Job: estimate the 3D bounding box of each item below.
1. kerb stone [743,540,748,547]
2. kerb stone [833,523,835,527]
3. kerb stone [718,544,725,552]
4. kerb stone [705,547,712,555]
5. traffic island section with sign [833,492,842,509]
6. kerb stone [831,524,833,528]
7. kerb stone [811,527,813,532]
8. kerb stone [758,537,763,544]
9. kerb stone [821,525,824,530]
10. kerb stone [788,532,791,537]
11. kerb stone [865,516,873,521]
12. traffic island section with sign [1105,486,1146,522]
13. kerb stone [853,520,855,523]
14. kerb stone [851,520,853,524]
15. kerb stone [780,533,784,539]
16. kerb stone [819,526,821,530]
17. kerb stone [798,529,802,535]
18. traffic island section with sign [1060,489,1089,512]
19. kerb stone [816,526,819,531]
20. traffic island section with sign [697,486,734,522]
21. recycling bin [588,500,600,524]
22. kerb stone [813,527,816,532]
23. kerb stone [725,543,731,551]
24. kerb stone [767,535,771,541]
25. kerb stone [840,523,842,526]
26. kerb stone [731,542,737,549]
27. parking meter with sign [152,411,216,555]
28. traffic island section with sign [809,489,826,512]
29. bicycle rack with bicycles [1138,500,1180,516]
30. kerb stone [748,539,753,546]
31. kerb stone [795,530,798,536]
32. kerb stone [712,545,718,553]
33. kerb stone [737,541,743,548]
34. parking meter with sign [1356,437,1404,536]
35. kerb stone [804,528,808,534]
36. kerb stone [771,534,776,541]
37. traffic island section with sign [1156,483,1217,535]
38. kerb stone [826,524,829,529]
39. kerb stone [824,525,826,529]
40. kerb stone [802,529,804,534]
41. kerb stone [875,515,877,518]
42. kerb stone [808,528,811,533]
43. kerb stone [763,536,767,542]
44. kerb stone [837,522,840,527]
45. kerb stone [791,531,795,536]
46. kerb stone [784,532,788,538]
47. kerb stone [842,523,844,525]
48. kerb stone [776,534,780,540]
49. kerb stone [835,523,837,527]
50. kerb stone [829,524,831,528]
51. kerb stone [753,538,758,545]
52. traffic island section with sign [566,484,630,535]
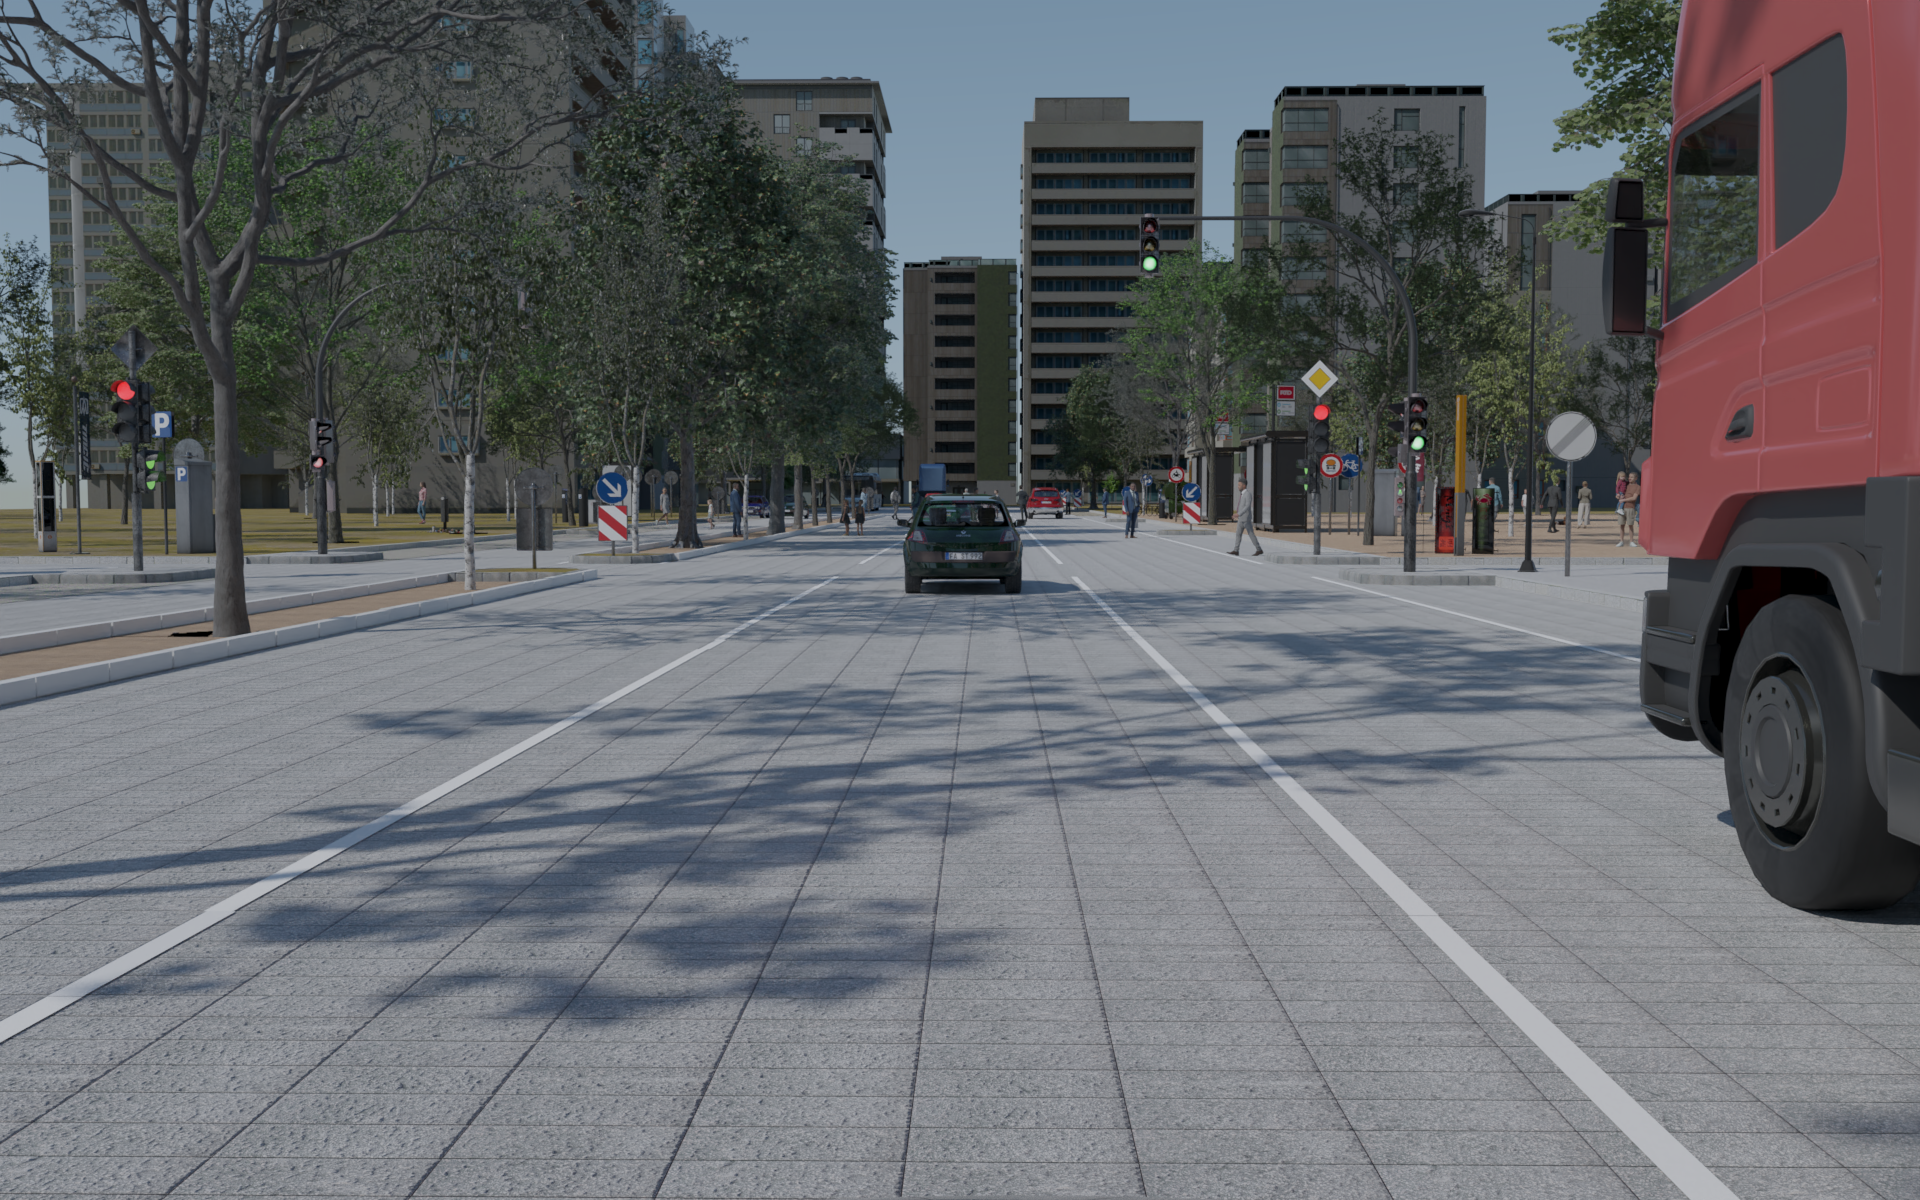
[{"bbox_3d":[-5.961,-1.518,47.037,0.120,0.150,1.000,0,4,1],"label":"kerb stone"},{"bbox_3d":[-5.510,-3.150,73.699,0.120,0.150,1.000,0,4,1],"label":"kerb stone"},{"bbox_3d":[-6.018,-1.269,42.936,0.120,0.150,1.000,0,4,1],"label":"kerb stone"},{"bbox_3d":[-6.052,-1.138,40.892,0.120,0.150,1.000,0,4,1],"label":"kerb stone"},{"bbox_3d":[-11.109,-9.623,165.957,1.989,1.847,2.006,0,4,1],"label":"traffic island section with sign"},{"bbox_3d":[-5.527,-3.079,72.677,0.120,0.150,1.000,0,4,1],"label":"kerb stone"},{"bbox_3d":[-5.667,-2.586,64.484,0.120,0.150,1.000,0,4,1],"label":"kerb stone"},{"bbox_3d":[-5.900,-1.708,50.116,0.120,0.150,1.000,0,4,1],"label":"kerb stone"},{"bbox_3d":[-5.597,-2.836,68.582,0.120,0.150,1.000,0,4,1],"label":"kerb stone"},{"bbox_3d":[-5.789,-2.140,57.289,0.120,0.150,1.000,0,4,1],"label":"kerb stone"},{"bbox_3d":[-5.118,-4.586,97.267,0.120,0.150,1.000,0,4,1],"label":"kerb stone"},{"bbox_3d":[8.418,-4.878,88.381,1.989,1.847,2.006,0,4,1],"label":"traffic island section with sign"},{"bbox_3d":[-5.289,-3.960,87.016,0.120,0.150,1.000,0,4,1],"label":"kerb stone"},{"bbox_3d":[-5.360,-3.713,82.918,0.120,0.150,1.000,0,4,1],"label":"kerb stone"},{"bbox_3d":[-5.824,-2.021,55.233,0.120,0.150,1.000,0,4,1],"label":"kerb stone"},{"bbox_3d":[-5.613,-2.775,67.560,0.120,0.150,1.000,0,4,1],"label":"kerb stone"},{"bbox_3d":[-5.727,-2.335,60.368,0.120,0.150,1.000,0,4,1],"label":"kerb stone"},{"bbox_3d":[9.256,-7.943,138.502,1.989,1.847,2.006,0,4,1],"label":"traffic island section with sign"},{"bbox_3d":[-5.634,-2.712,66.538,0.120,0.150,1.000,0,4,1],"label":"kerb stone"},{"bbox_3d":[-12.398,-4.897,88.701,1.989,1.847,2.006,0,4,1],"label":"traffic island section with sign"},{"bbox_3d":[-16.023,-3.834,75.244,0.722,1.027,0.722,0,4,6],"label":"recycling bin"},{"bbox_3d":[-5.651,-2.649,65.511,0.120,0.150,1.000,0,4,1],"label":"kerb stone"},{"bbox_3d":[-6.006,-1.331,43.963,0.120,0.150,1.000,0,4,1],"label":"kerb stone"},{"bbox_3d":[-5.878,-1.833,52.166,0.120,0.150,1.000,0,4,1],"label":"kerb stone"},{"bbox_3d":[-5.463,-3.334,76.770,0.120,0.150,1.000,0,4,1],"label":"kerb stone"},{"bbox_3d":[-5.991,-1.394,44.993,0.120,0.150,1.000,0,4,1],"label":"kerb stone"},{"bbox_3d":[-16.512,-2.515,37.386,0.543,3.016,1.738,1,4,21],"label":"parking meter with sign"},{"bbox_3d":[-11.570,-7.951,138.622,1.989,1.847,2.006,0,4,1],"label":"traffic island section with sign"},{"bbox_3d":[11.823,-5.293,99.928,2.852,0.926,2.925,-2,4,-28],"label":"bicycle rack with bicycles"},{"bbox_3d":[-5.941,-1.582,48.064,0.120,0.150,1.000,0,4,1],"label":"kerb stone"},{"bbox_3d":[-5.747,-2.272,59.345,0.120,0.150,1.000,0,4,1],"label":"kerb stone"},{"bbox_3d":[-6.047,-1.203,41.914,0.120,0.150,1.000,0,4,1],"label":"kerb stone"},{"bbox_3d":[-5.976,-1.454,46.015,0.120,0.150,1.000,0,4,1],"label":"kerb stone"},{"bbox_3d":[12.958,-3.451,52.680,1.738,3.016,0.543,2,4,26],"label":"parking meter with sign"},{"bbox_3d":[-5.698,-2.461,62.435,0.120,0.150,1.000,0,4,1],"label":"kerb stone"},{"bbox_3d":[-5.857,-1.896,53.188,0.120,0.150,1.000,0,4,1],"label":"kerb stone"},{"bbox_3d":[7.971,-3.211,61.121,1.989,1.847,2.006,0,4,1],"label":"traffic island section with sign"},{"bbox_3d":[-5.558,-2.962,70.631,0.120,0.150,1.000,0,4,1],"label":"kerb stone"},{"bbox_3d":[-5.586,-2.900,69.609,0.120,0.150,1.000,0,4,1],"label":"kerb stone"},{"bbox_3d":[-5.723,-2.398,61.398,0.120,0.150,1.000,0,4,1],"label":"kerb stone"},{"bbox_3d":[-5.065,-4.780,100.344,0.120,0.150,1.000,0,4,1],"label":"kerb stone"},{"bbox_3d":[-5.680,-2.524,63.459,0.120,0.150,1.000,0,4,1],"label":"kerb stone"},{"bbox_3d":[-5.884,-1.771,51.144,0.120,0.150,1.000,0,4,1],"label":"kerb stone"},{"bbox_3d":[-5.476,-3.275,75.747,0.120,0.150,1.000,0,4,1],"label":"kerb stone"},{"bbox_3d":[-5.762,-2.205,58.312,0.120,0.150,1.000,0,4,1],"label":"kerb stone"},{"bbox_3d":[-5.802,-2.084,56.262,0.120,0.150,1.000,0,4,1],"label":"kerb stone"},{"bbox_3d":[-5.442,-3.400,77.791,0.120,0.150,1.000,0,4,1],"label":"kerb stone"},{"bbox_3d":[-5.836,-1.945,54.211,0.120,0.150,1.000,0,4,1],"label":"kerb stone"},{"bbox_3d":[-5.498,-3.212,74.721,0.120,0.150,1.000,0,4,1],"label":"kerb stone"},{"bbox_3d":[-5.544,-3.024,71.654,0.120,0.150,1.000,0,4,1],"label":"kerb stone"},{"bbox_3d":[-5.925,-1.645,49.086,0.120,0.150,1.000,0,4,1],"label":"kerb stone"},{"bbox_3d":[-12.843,-3.249,61.750,1.989,1.847,2.006,0,4,1],"label":"traffic island section with sign"}]
